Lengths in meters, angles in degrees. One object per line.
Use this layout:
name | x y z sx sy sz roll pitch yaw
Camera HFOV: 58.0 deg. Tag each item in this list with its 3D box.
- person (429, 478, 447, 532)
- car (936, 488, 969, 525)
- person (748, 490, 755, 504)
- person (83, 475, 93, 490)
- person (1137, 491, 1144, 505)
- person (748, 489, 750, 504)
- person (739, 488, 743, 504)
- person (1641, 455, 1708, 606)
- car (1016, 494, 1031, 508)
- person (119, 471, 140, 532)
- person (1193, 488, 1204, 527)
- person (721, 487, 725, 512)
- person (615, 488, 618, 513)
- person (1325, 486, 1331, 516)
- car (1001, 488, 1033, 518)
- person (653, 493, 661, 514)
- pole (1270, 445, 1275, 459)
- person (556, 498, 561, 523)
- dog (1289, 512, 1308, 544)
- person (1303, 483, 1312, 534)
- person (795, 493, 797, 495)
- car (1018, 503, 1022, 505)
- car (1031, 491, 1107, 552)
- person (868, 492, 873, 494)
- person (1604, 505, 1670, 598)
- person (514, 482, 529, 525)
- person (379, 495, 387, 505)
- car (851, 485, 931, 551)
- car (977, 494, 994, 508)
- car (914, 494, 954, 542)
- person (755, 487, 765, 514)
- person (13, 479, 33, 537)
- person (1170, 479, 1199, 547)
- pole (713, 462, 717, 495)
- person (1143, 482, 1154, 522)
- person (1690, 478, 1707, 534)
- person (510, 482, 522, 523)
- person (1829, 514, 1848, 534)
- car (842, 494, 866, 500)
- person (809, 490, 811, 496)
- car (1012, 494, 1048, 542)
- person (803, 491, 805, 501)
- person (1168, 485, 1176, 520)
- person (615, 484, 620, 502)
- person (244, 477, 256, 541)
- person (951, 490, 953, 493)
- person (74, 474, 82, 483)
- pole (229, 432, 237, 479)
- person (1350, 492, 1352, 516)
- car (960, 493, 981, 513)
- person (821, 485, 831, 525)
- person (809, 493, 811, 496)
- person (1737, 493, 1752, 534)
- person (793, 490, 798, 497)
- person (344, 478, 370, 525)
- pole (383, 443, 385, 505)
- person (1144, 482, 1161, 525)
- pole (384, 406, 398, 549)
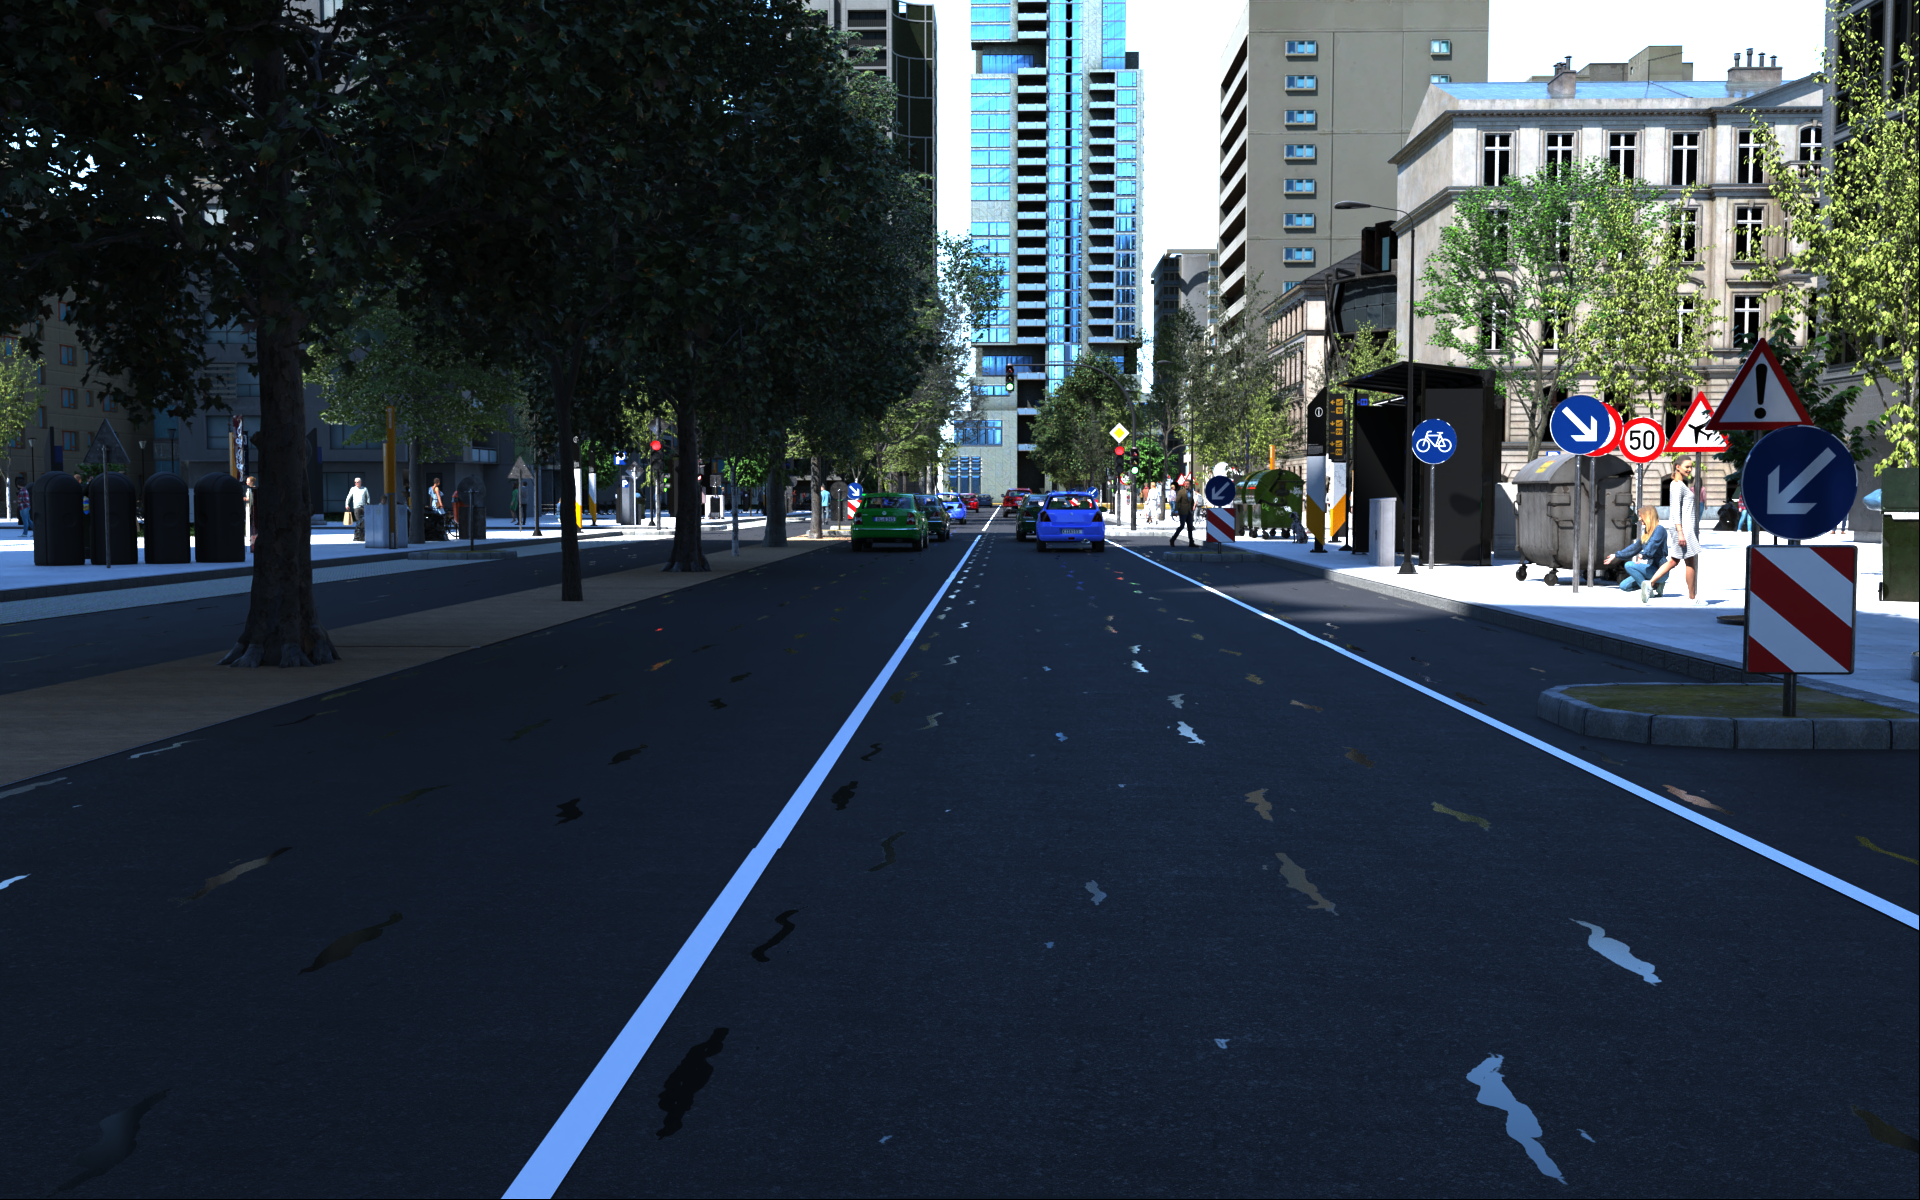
person | -17.308 -3.124 57.208 0.778 1.811 0.616 -3 4 -38
car | -0.571 -4.473 82.717 1.945 1.707 3.694 0 4 3
person | -20.282 -9.856 168.017 0.721 1.723 1.217 2 4 26
person | -28.074 -3.094 55.993 0.474 1.900 0.648 -2 4 -26
person | 21.586 -12.181 205.291 1.348 1.812 0.705 -1 4 -20
person | -21.085 -10.184 172.641 0.705 1.814 1.350 -1 4 -13
person | -20.815 -9.746 165.253 0.709 1.838 0.599 1 4 20
person | 8.217 -0.797 19.827 0.760 1.731 0.466 -1 4 -9
car | 4.141 -5.278 96.522 2.015 1.641 3.980 0 4 1
person | -20.248 -2.190 41.834 0.713 1.824 0.794 0 4 2
person | 9.280 -3.612 67.694 0.523 1.515 0.503 1 4 12
person | -16.623 -7.014 121.145 0.534 1.772 0.576 -2 4 -25
person | -23.118 -6.731 117.102 0.512 1.701 0.522 1 4 15
person | 14.046 -3.459 65.254 0.606 1.804 0.583 1 4 18
car | 3.676 -6.037 107.376 2.281 1.827 5.304 0 4 1
person | -19.211 -6.253 110.092 0.589 1.601 0.330 2 4 29
pole | 13.075 -4.815 72.562 0.158 3.312 0.155 0 3 0
person | -17.518 -3.972 76.485 0.738 1.151 1.012 -2 4 -33
dog | 8.788 -1.871 44.970 0.513 0.831 0.800 1 4 11
person | 11.204 -3.037 55.894 0.583 1.804 0.606 -1 4 -10
person | -19.137 -11.649 199.742 0.697 1.427 0.421 -2 4 -35
car | 3.864 -4.396 84.236 2.083 1.381 4.827 0 4 1
car | 2.793 -2.115 44.172 1.945 1.707 3.694 0 4 2
person | -9.898 -11.346 191.575 1.348 1.821 0.705 2 4 27
person | 8.414 -0.602 21.380 0.738 1.151 1.012 1 4 12
person | -18.192 -4.016 71.893 0.592 1.802 0.473 -2 4 -33
person | -14.985 -2.092 44.930 0.352 1.250 0.332 1 4 15
car | -1.770 -2.195 44.680 1.959 1.807 4.718 0 4 2
car | 2.535 -10.428 182.491 2.014 1.417 4.499 0 4 2
car | -1.274 -2.554 53.552 2.131 1.459 4.920 0 4 2
person | -12.981 -6.470 112.233 0.834 1.777 0.661 -1 4 -15
person | -27.960 -2.749 51.826 0.643 1.720 0.563 -2 4 -27
person | 6.063 -2.353 46.880 0.836 1.842 0.656 2 4 25
pole | -15.617 -7.127 110.375 0.158 3.312 0.155 0 3 0
person | 8.765 -4.535 80.157 0.580 1.828 0.573 0 4 -6
person | 23.533 -3.006 55.199 0.555 1.821 0.388 1 4 14
person | -19.659 -4.306 76.699 0.529 1.795 0.600 0 4 1
person | 28.164 -3.003 55.331 0.721 1.800 0.419 1 4 16
car | -5.825 -5.356 96.360 1.959 1.807 4.718 0 4 3
person | -17.708 -12.154 204.849 0.705 1.814 1.350 -1 4 -18
car | 2.674 -2.565 53.731 2.131 1.459 4.920 0 4 1
person | -20.226 -13.255 225.180 0.705 1.831 1.348 -1 4 -22
person | 10.535 -4.839 85.829 0.731 1.740 0.598 3 5 43
person | -19.044 -5.599 97.435 0.795 1.843 0.661 3 5 44
person | -19.294 -2.478 47.105 0.519 1.759 0.362 3 4 36
person | -0.780 -7.786 136.474 0.598 1.740 0.731 0 4 -6
person | -23.909 -2.492 46.887 0.616 1.811 0.778 3 4 38
pole | -24.064 -3.887 57.391 0.158 3.312 0.155 0 3 0
person | 23.385 -5.860 102.859 0.522 1.701 0.512 3 4 37
car | 0.543 -7.551 132.496 2.155 1.783 4.494 0 4 0
person | -6.382 -4.464 81.349 0.638 1.841 0.748 0 4 1
person | -11.462 -7.833 134.292 0.466 1.800 0.511 1 4 9
person | 25.276 -2.979 55.592 0.563 1.720 0.643 0 4 7
person | -21.095 -13.154 221.054 0.705 1.831 1.348 1 4 22
person | -18.146 -2.788 52.119 0.782 1.767 0.515 -1 4 -21
pole | -22.981 -4.622 69.411 0.158 3.312 0.155 0 3 0
person | 8.068 -4.041 72.467 0.694 1.780 0.624 0 4 -2
pole | -13.185 -2.836 40.208 0.158 3.312 0.155 0 3 0
